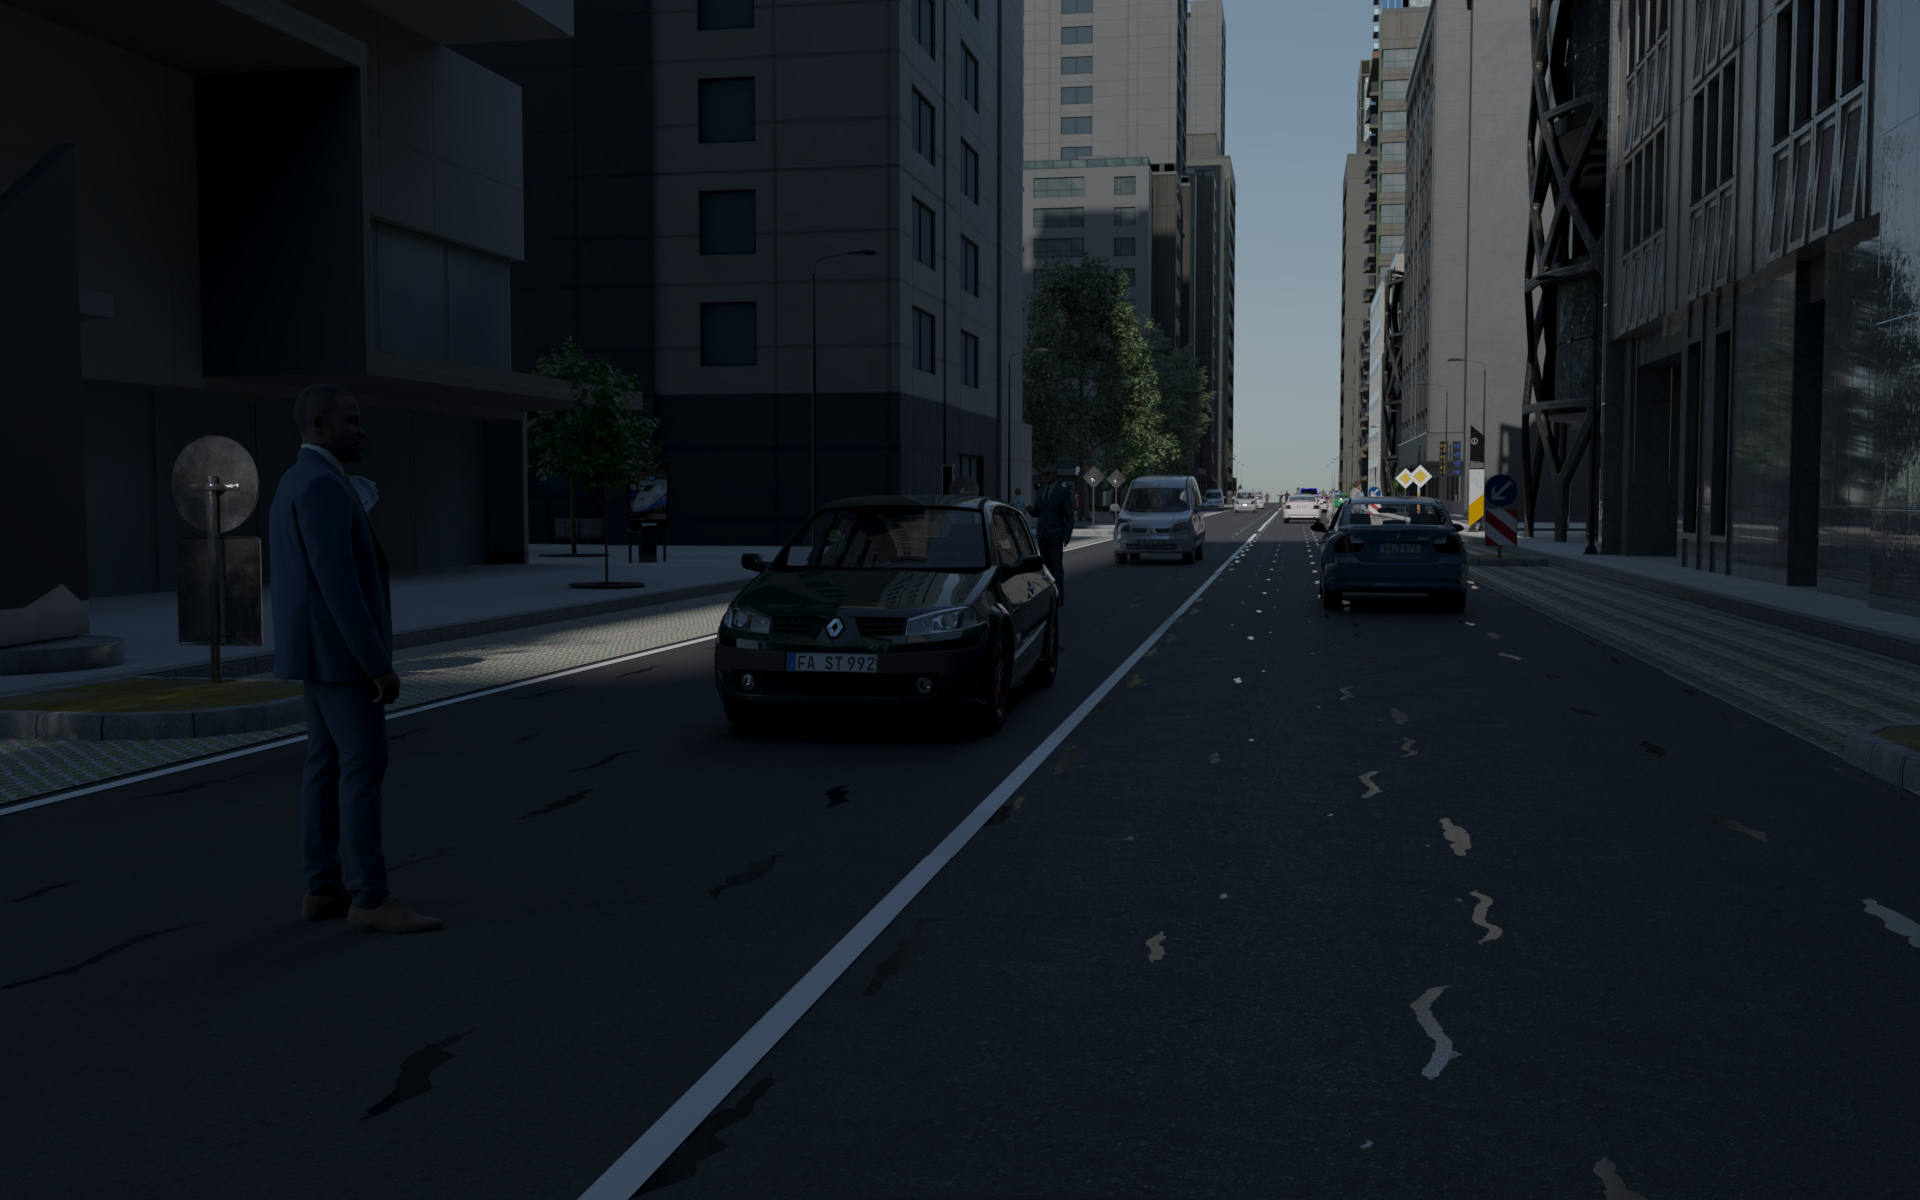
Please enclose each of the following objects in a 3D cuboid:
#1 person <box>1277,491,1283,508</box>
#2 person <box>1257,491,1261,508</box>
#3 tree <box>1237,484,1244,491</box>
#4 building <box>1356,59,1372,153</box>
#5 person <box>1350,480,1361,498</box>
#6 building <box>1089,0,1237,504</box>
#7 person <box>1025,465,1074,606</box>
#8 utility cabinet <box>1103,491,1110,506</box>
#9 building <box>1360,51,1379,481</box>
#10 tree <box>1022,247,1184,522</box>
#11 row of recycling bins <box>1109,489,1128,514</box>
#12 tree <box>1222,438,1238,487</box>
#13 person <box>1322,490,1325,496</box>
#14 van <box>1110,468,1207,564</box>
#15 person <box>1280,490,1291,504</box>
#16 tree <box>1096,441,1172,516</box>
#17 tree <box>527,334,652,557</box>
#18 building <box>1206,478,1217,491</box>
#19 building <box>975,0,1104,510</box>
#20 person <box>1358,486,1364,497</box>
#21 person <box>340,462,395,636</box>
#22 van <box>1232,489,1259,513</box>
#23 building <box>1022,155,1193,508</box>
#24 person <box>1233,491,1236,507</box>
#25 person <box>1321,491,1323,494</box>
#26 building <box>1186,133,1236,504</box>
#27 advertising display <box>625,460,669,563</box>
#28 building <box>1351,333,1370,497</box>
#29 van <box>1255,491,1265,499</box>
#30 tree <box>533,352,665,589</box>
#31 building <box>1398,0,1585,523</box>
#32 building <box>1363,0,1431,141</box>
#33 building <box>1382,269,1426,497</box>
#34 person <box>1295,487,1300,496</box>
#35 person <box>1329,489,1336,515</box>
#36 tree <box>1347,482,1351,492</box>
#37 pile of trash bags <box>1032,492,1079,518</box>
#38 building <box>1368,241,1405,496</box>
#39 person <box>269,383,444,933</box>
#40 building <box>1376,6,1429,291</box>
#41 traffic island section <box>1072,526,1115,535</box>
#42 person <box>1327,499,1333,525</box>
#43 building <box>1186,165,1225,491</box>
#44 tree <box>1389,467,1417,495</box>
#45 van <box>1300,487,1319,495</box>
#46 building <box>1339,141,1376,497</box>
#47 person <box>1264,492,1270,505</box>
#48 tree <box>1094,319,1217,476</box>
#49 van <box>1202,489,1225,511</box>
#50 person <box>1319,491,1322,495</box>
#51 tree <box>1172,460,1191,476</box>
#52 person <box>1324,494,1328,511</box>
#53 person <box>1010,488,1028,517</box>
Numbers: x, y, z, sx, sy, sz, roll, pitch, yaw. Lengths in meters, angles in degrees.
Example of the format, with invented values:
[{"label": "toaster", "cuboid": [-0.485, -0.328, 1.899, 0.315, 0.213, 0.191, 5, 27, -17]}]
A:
[{"label": "person", "cuboid": [32.921, -10.343, 178.411, 0.742, 1.727, 0.445, 2, 4, 25]}, {"label": "person", "cuboid": [30.796, -10.377, 178.879, 0.721, 1.743, 1.217, -1, 4, -19]}, {"label": "tree", "cuboid": [48.519, -18.712, 300.537, 1.663, 3.219, 1.824, 0, 3, 0]}, {"label": "building", "cuboid": [73.054, -51.684, 283.278, 20.563, 71.187, 20.611, 1, 4, 11]}, {"label": "person", "cuboid": [11.719, -2.657, 51.783, 0.795, 1.843, 0.661, 1, 4, 14]}, {"label": "building", "cuboid": [31.026, -50.133, 257.928, 20.563, 71.187, 20.611, 1, 4, 11]}, {"label": "person", "cuboid": [1.129, -0.830, 22.240, 0.661, 1.801, 0.590, 3, 4, 39]}, {"label": "utility cabinet", "cuboid": [11.958, -8.002, 139.507, 0.318, 1.500, 1.173, 3, 4, 39]}, {"label": "building", "cuboid": [50.778, -31.457, 168.941, 22.147, 44.769, 28.867, 1, 4, 11]}, {"label": "tree", "cuboid": [5.671, -10.022, 80.862, 9.611, 12.733, 9.660, 0, 3, 0]}, {"label": "row of recycling bins", "cuboid": [11.343, -6.430, 112.238, 3.534, 1.692, 1.069, 2, 4, 26]}, {"label": "tree", "cuboid": [32.963, -16.458, 219.455, 4.360, 8.622, 3.978, 0, 3, 0]}, {"label": "person", "cuboid": [33.835, -9.352, 161.391, 0.705, 1.826, 1.348, 0, 4, -5]}, {"label": "van", "cuboid": [4.275, -1.826, 36.859, 2.013, 2.044, 4.112, 1, 4, 12]}, {"label": "person", "cuboid": [32.972, -10.167, 174.758, 1.348, 1.821, 0.705, 1, 4, 22]}, {"label": "tree", "cuboid": [9.710, -7.346, 103.818, 4.285, 4.588, 4.351, 0, 3, 0]}, {"label": "tree", "cuboid": [-7.889, -3.176, 35.647, 4.285, 4.588, 4.351, 0, 3, 0]}, {"label": "building", "cuboid": [12.311, -30.643, 192.900, 32.217, 40.220, 23.993, 1, 4, 11]}, {"label": "building", "cuboid": [13.674, -44.646, 168.208, 20.563, 71.187, 20.611, 1, 4, 11]}, {"label": "person", "cuboid": [15.723, -3.635, 68.197, 0.793, 1.790, 0.793, 0, 4, 7]}, {"label": "person", "cuboid": [-3.408, -0.048, 9.385, 0.616, 1.811, 0.778, -3, 4, -38]}, {"label": "van", "cuboid": [21.770, -7.645, 132.003, 2.013, 2.044, 4.112, 1, 4, 11]}, {"label": "building", "cuboid": [12.872, -23.244, 151.742, 14.160, 30.474, 14.107, 1, 4, 11]}, {"label": "person", "cuboid": [30.388, -11.193, 191.520, 0.705, 1.822, 1.348, 1, 4, 16]}, {"label": "person", "cuboid": [43.044, -12.068, 206.345, 0.617, 1.759, 0.750, 3, 4, 37]}, {"label": "building", "cuboid": [26.477, -37.539, 237.463, 21.300, 48.544, 21.600, 1, 4, 11]}, {"label": "advertising display", "cuboid": [-5.856, -1.665, 32.434, 0.123, 1.923, 0.974, 3, 4, 38]}, {"label": "building", "cuboid": [59.343, -21.549, 197.362, 27.650, 21.520, 28.899, 1, 4, 11]}, {"label": "van", "cuboid": [35.811, -12.358, 209.062, 2.013, 2.044, 4.112, 1, 4, 12]}, {"label": "tree", "cuboid": [-4.788, -1.775, 23.619, 1.663, 3.219, 1.824, 0, 3, 0]}, {"label": "building", "cuboid": [30.570, -18.046, 88.563, 14.314, 27.812, 24.014, 1, 4, 11]}, {"label": "building", "cuboid": [68.944, -57.780, 257.369, 22.319, 86.520, 31.000, 1, 4, 11]}, {"label": "building", "cuboid": [36.502, -15.088, 114.133, 16.820, 18.784, 16.811, 1, 4, 11]}, {"label": "person", "cuboid": [18.916, -5.387, 96.679, 0.767, 1.812, 0.694, 0, 4, -2]}, {"label": "person", "cuboid": [25.472, -6.720, 118.545, 0.466, 1.800, 0.511, -1, 4, -18]}, {"label": "tree", "cuboid": [50.939, -14.008, 223.631, 1.663, 3.219, 1.824, 0, 3, 0]}, {"label": "pile of trash bags", "cuboid": [5.492, -5.141, 93.800, 1.912, 1.369, 3.447, -3, 5, -45]}, {"label": "building", "cuboid": [36.711, -16.906, 131.160, 10.420, 20.320, 16.860, 1, 4, 11]}, {"label": "person", "cuboid": [-2.082, 0.177, 5.791, 0.419, 1.800, 0.721, -3, 5, -40]}, {"label": "building", "cuboid": [42.867, -28.449, 148.741, 14.154, 41.232, 14.086, 1, 4, 11]}, {"label": "traffic island section", "cuboid": [4.729, -2.410, 61.686, 2.009, 0.180, 2.903, 1, 4, 11]}, {"label": "person", "cuboid": [17.029, -4.030, 79.402, 0.382, 1.210, 0.505, -1, 4, -12]}, {"label": "building", "cuboid": [24.622, -32.214, 210.285, 14.154, 41.232, 14.086, 1, 4, 11]}, {"label": "tree", "cuboid": [27.052, -6.791, 105.638, 1.663, 3.219, 1.824, 0, 3, 0]}, {"label": "van", "cuboid": [35.611, -10.558, 177.007, 2.240, 2.365, 5.245, 1, 4, 10]}, {"label": "building", "cuboid": [62.280, -37.226, 232.341, 21.300, 48.544, 21.600, 1, 4, 11]}, {"label": "person", "cuboid": [40.467, -13.406, 228.237, 0.990, 1.755, 0.434, 3, 5, 43]}, {"label": "tree", "cuboid": [13.970, -13.353, 124.982, 9.857, 13.997, 8.962, 0, 3, 0]}, {"label": "van", "cuboid": [21.791, -8.670, 148.765, 2.013, 2.044, 4.112, 1, 4, 10]}, {"label": "person", "cuboid": [40.715, -11.430, 196.054, 0.621, 1.740, 0.551, 2, 4, 35]}, {"label": "tree", "cuboid": [16.705, -9.429, 137.884, 4.285, 4.588, 4.351, 0, 3, 0]}, {"label": "person", "cuboid": [31.857, -8.488, 150.499, 0.599, 1.433, 0.991, 3, 4, 36]}, {"label": "person", "cuboid": [1.612, -2.321, 48.255, 0.589, 1.601, 0.330, 1, 4, 10]}]
